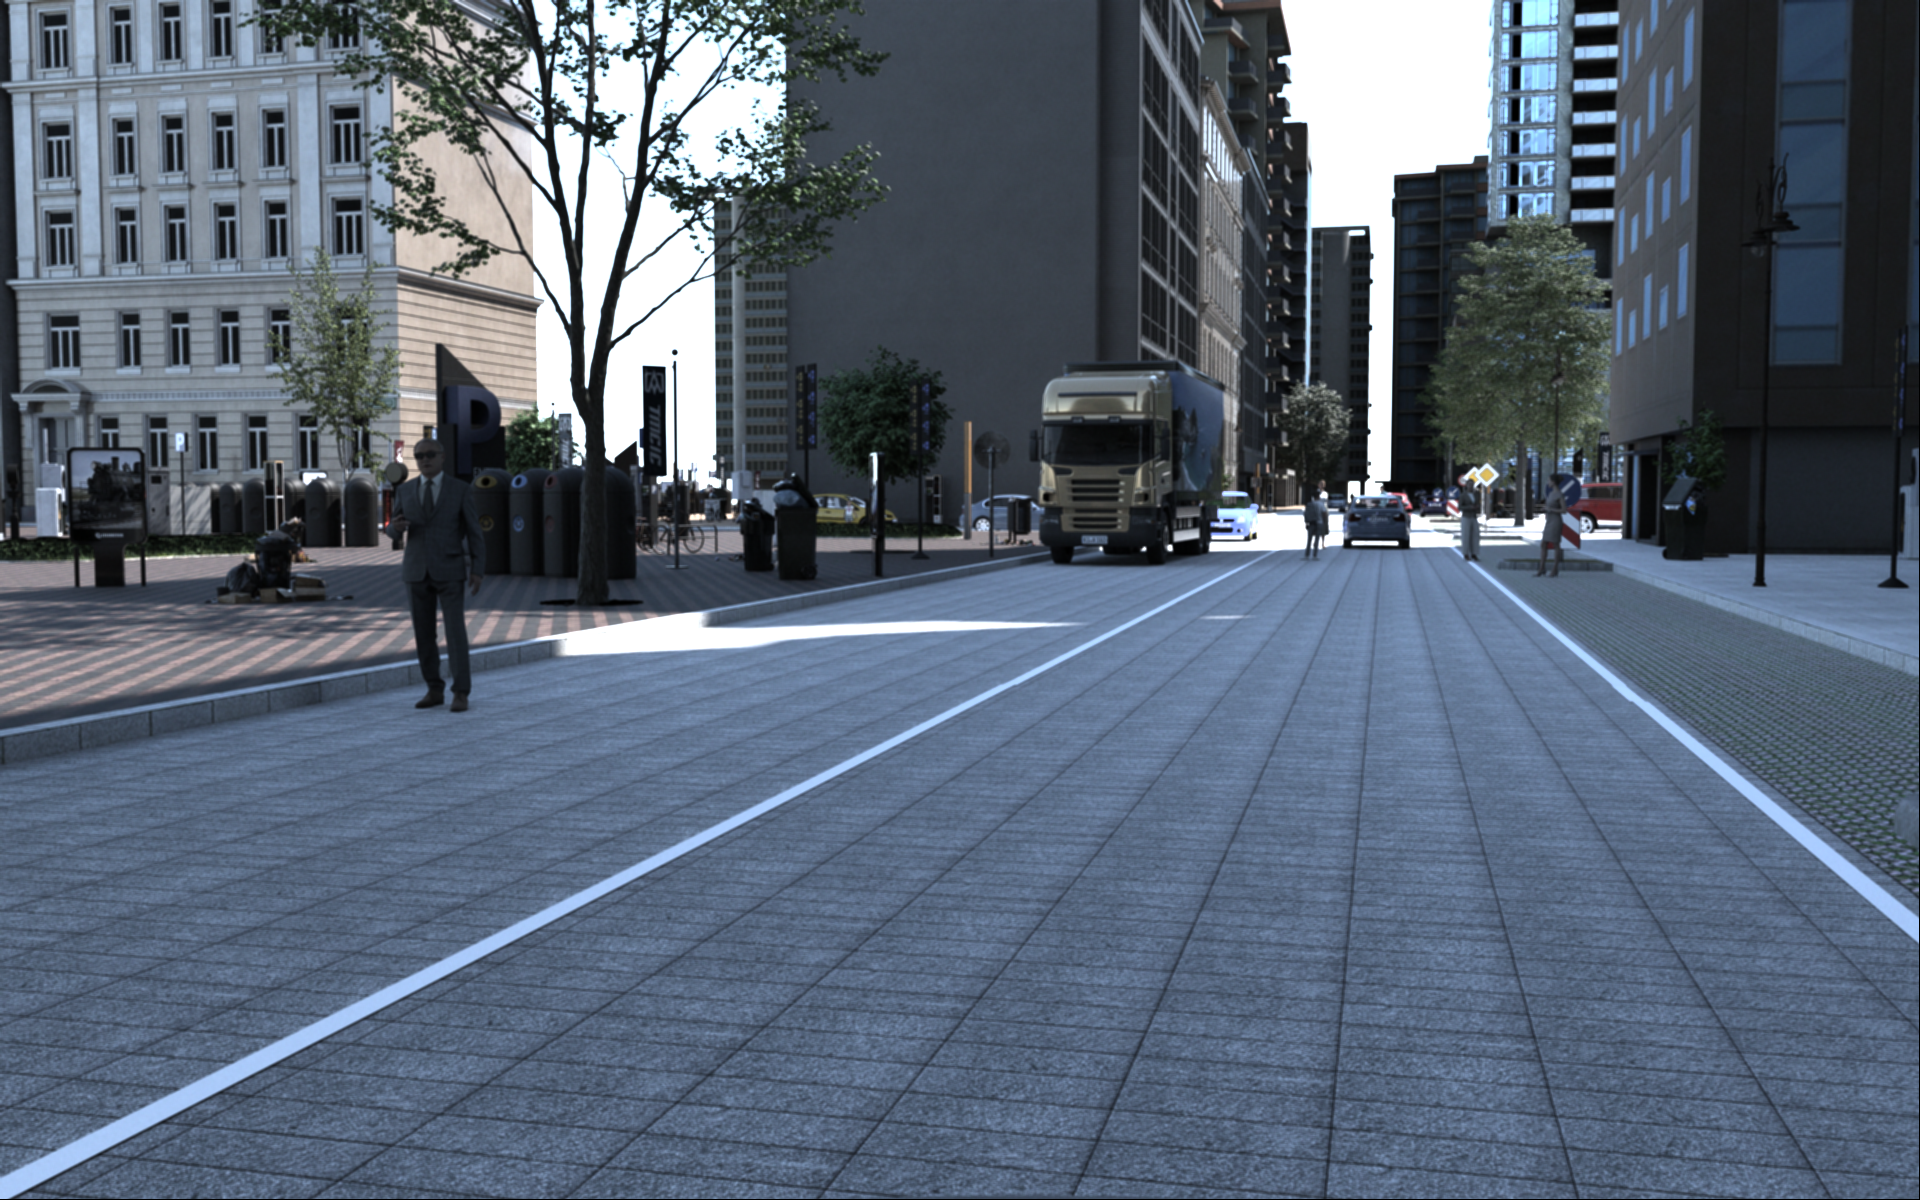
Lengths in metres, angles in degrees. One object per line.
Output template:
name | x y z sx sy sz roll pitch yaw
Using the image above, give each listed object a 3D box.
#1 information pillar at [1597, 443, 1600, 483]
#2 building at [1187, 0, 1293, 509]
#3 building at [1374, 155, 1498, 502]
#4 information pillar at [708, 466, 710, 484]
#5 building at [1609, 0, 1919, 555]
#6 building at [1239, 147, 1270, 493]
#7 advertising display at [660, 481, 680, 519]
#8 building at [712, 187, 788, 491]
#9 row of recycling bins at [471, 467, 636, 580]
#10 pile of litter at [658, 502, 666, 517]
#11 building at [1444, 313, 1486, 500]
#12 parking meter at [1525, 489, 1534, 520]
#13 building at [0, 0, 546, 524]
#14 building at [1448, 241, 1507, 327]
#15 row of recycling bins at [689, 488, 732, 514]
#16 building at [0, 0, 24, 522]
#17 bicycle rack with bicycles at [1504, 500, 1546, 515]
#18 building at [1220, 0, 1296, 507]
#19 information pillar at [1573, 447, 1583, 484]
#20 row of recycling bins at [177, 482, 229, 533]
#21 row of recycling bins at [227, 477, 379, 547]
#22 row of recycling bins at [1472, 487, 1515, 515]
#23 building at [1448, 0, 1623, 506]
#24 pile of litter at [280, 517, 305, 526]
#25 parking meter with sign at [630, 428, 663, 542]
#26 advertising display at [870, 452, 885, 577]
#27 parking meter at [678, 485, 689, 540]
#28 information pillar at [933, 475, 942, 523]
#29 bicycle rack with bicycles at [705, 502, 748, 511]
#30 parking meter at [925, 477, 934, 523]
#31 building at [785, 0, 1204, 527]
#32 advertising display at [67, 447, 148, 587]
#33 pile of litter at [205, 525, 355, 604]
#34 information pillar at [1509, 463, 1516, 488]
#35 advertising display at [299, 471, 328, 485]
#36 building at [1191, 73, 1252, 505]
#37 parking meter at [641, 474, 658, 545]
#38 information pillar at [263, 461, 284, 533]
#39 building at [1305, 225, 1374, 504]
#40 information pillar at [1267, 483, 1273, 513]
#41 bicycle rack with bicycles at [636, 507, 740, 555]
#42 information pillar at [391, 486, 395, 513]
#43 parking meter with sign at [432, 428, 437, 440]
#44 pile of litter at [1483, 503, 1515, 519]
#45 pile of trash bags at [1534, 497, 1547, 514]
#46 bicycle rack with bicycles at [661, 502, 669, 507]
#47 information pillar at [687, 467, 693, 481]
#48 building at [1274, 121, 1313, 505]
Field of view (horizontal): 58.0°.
information pillar | 29.471 -5.403 79.689 0.504 3.616 0.183 -3 5 -40
building | 17.932 -30.603 154.981 22.147 44.769 28.867 1 4 14
building | 69.193 -34.941 225.911 28.867 44.769 22.147 1 4 14
information pillar | -20.626 -9.231 142.282 0.183 3.616 0.504 0 4 -2
building | 23.894 -23.888 40.678 14.600 45.320 14.200 1 4 14
building | 14.589 -20.379 126.696 14.314 27.812 24.014 1 4 14
advertising display | -14.342 -4.930 85.814 0.974 1.923 0.123 0 4 -2
building | -15.024 -31.610 208.703 23.993 40.220 32.217 1 4 14
row of recycling bins | -6.400 -1.226 27.160 3.534 1.692 1.069 3 4 37
pile of litter | -16.943 -5.177 98.604 1.719 0.858 1.176 2 4 34
building | 64.229 -20.271 176.477 27.650 21.520 28.899 1 4 14
parking meter | 27.799 -4.654 84.504 0.372 1.533 0.369 0 3 0
building | -31.888 -18.099 81.824 20.117 28.700 13.634 1 4 14
building | 63.056 -26.110 198.597 14.160 30.474 14.107 1 4 14
row of recycling bins | -16.248 -6.443 112.455 3.534 1.692 1.069 2 4 32
building | -51.514 -16.389 85.984 19.932 24.808 12.078 1 4 14
bicycle rack with bicycles | 34.030 -5.519 103.612 2.925 0.926 2.852 -1 4 -11
building | 24.410 -45.311 179.083 20.563 71.187 20.611 1 4 14
information pillar | 30.757 -5.803 86.227 0.504 3.616 0.183 3 5 39
row of recycling bins | -24.279 -3.058 57.104 3.534 1.692 1.069 1 4 12
row of recycling bins | -15.906 -2.155 42.354 3.534 1.692 1.069 1 4 10
row of recycling bins | 33.500 -6.231 108.982 3.534 1.692 1.069 -1 4 -18
building | 54.003 -50.982 146.220 22.319 86.520 31.000 1 4 14
pile of litter | -12.684 -1.123 32.328 1.176 0.858 1.719 -3 4 -37
parking meter with sign | -8.513 -3.065 46.366 0.543 3.016 1.738 -2 4 -25
advertising display | -1.300 -1.345 27.204 0.123 1.923 0.974 -1 4 -10
parking meter | -7.784 -2.451 48.482 0.372 1.533 0.369 0 3 0
information pillar | -0.874 -3.880 67.932 0.304 2.012 0.304 1 4 15
bicycle rack with bicycles | -10.513 -4.010 78.937 2.852 0.926 2.925 1 4 11
parking meter | -1.019 -3.189 57.850 0.255 1.863 0.399 0 4 -6
building | 2.712 -17.460 78.981 14.314 27.812 24.014 1 4 14
advertising display | -11.797 -1.148 23.989 0.974 1.923 0.123 -1 4 -13
pile of litter | -8.157 -0.422 20.860 1.719 0.858 1.176 -1 4 -20
information pillar | 41.418 -8.473 129.891 0.504 3.616 0.183 3 5 42
advertising display | -17.919 -2.620 48.055 0.123 1.923 0.974 1 4 22
building | 9.943 -18.667 102.463 12.463 27.353 25.104 1 4 14
parking meter | -7.827 -2.323 43.691 0.255 1.863 0.399 2 4 24
information pillar | -15.372 -2.100 38.825 0.304 2.012 0.304 1 4 13
building | 44.128 -33.336 236.920 23.993 40.220 32.217 1 4 14
information pillar | 21.499 -7.078 120.223 0.304 2.012 0.304 0 4 -7
bicycle rack with bicycles | -6.739 -1.485 37.655 2.852 0.926 2.925 2 4 28
information pillar | -19.177 -3.329 58.920 0.304 2.012 0.304 -1 4 -23
parking meter with sign | -13.093 -3.050 46.122 1.738 3.016 0.543 -2 4 -30
pile of litter | 27.966 -4.648 89.956 1.719 0.858 1.176 2 4 27
pile of trash bags | 37.019 -6.278 112.397 1.912 1.369 3.447 0 4 -5
bicycle rack with bicycles | -14.345 -4.190 81.895 2.925 0.926 2.852 0 4 -1
information pillar | -23.452 -9.723 150.329 0.504 3.616 0.183 1 4 15
building | 34.169 -33.994 205.907 14.200 45.320 14.600 1 4 14
